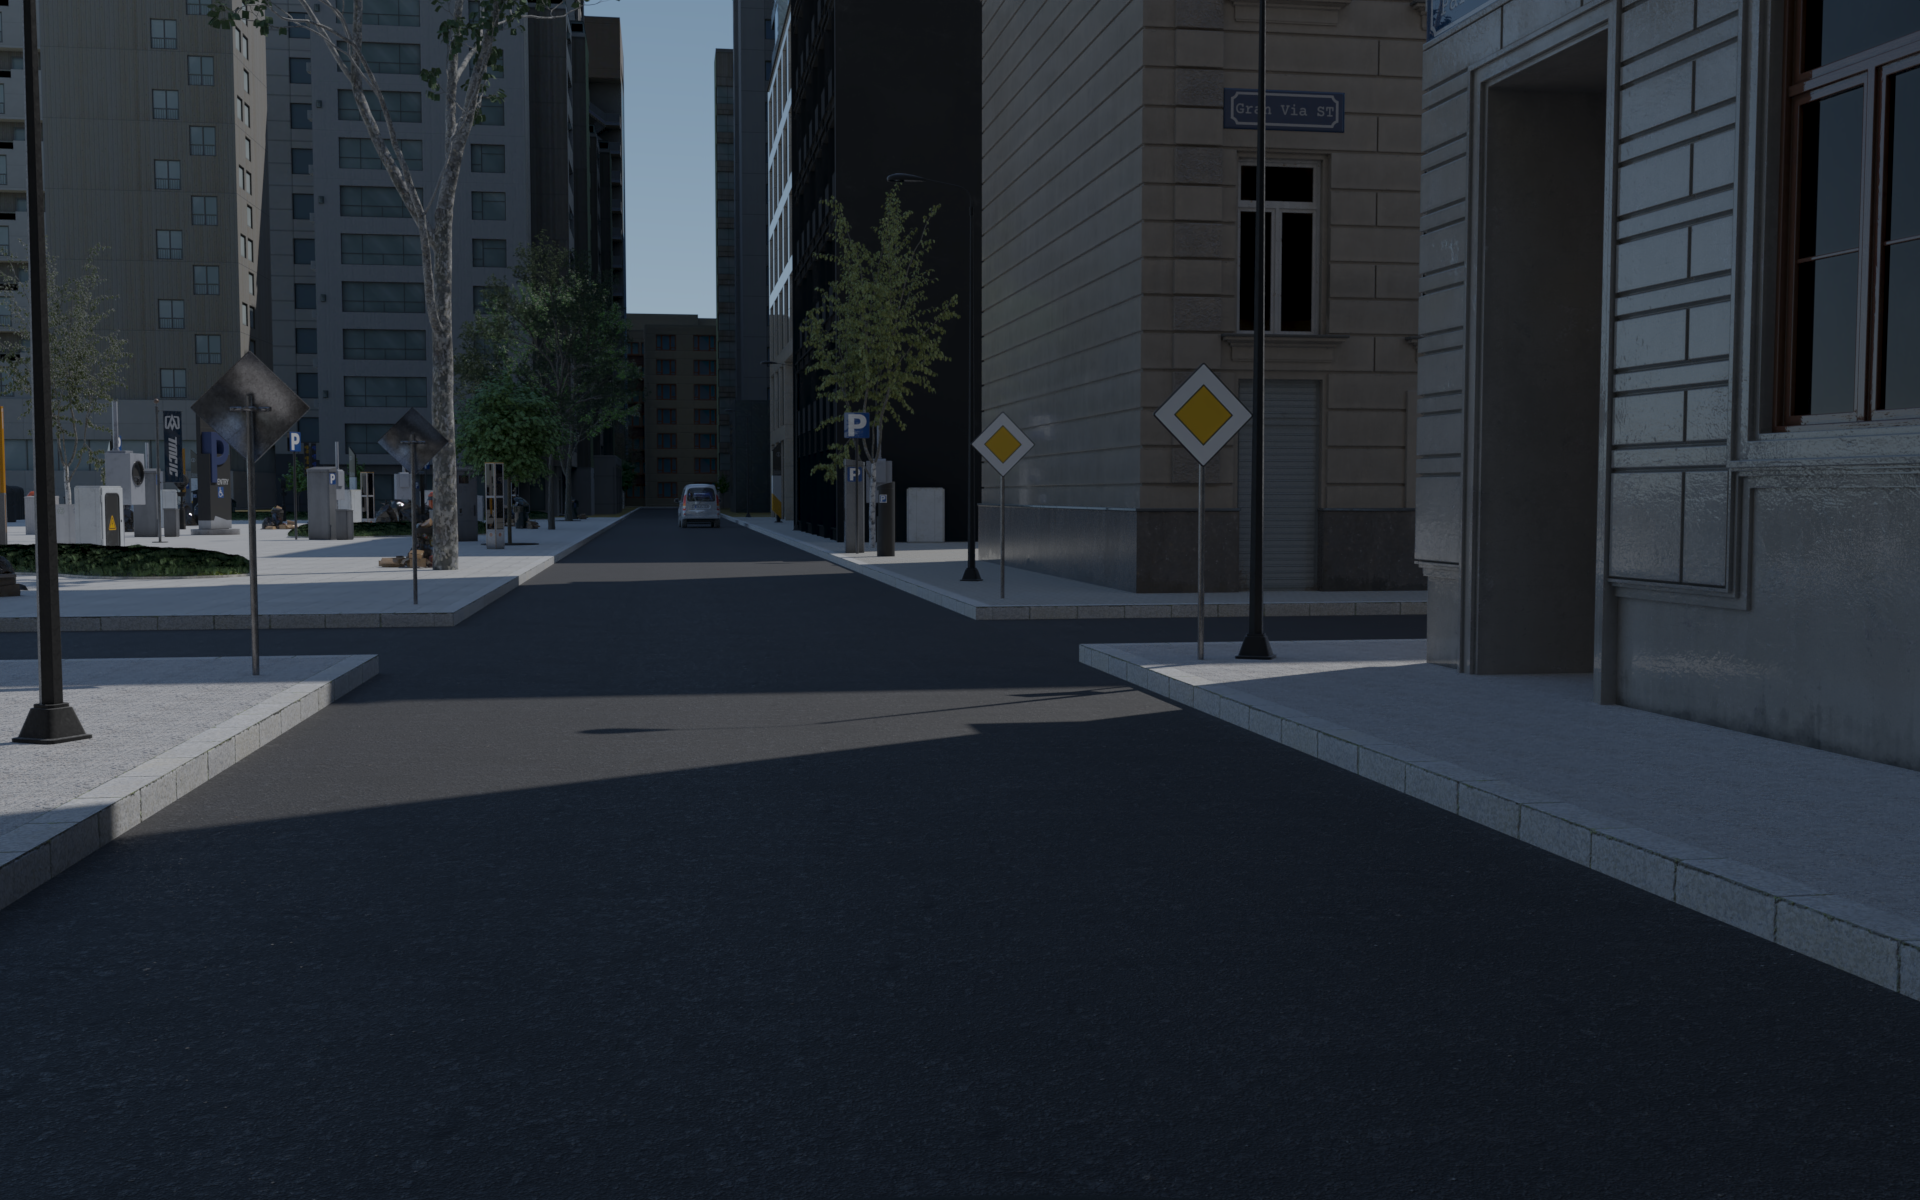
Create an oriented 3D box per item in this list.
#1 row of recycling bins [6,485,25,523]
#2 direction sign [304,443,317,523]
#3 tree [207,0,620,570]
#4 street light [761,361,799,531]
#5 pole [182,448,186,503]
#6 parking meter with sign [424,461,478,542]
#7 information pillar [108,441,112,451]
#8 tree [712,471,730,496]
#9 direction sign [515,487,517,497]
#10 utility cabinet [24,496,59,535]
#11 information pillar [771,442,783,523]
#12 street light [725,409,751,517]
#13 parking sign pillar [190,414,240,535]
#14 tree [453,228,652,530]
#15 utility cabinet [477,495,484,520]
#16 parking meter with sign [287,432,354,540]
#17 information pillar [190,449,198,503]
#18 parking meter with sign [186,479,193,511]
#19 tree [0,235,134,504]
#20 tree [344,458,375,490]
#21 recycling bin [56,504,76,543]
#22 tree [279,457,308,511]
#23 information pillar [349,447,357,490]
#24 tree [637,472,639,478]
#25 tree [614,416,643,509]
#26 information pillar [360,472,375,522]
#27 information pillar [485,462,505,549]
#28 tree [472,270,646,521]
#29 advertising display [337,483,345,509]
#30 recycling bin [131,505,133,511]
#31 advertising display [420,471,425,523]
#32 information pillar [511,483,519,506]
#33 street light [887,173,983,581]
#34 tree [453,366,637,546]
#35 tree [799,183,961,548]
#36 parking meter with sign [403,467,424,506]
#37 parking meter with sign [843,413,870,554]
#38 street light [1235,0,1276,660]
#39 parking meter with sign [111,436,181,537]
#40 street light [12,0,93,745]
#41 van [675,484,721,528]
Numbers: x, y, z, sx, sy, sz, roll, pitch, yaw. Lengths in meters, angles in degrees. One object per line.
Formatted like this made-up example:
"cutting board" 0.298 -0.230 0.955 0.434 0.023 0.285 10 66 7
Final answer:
"row of recycling bins" -47.472 -4.875 86.822 1.069 1.692 3.534 -2 4 -26
"direction sign" -28.844 -5.195 76.938 0.379 3.537 0.876 1 4 14
"tree" -10.079 -10.608 29.327 12.611 20.169 13.585 0 3 0
"street light" -6.249 -5.387 60.610 1.470 5.913 1.316 -1 4 -10
"pole" -34.699 -5.113 77.435 0.158 3.312 0.155 0 3 0
"parking meter with sign" -13.488 -3.096 46.878 0.543 3.016 1.738 3 5 45
"information pillar" -37.415 -5.196 76.303 0.183 3.616 0.504 -3 4 -37
"tree" -20.153 -9.277 146.288 1.663 3.219 1.824 0 3 0
"direction sign" -18.323 -4.862 71.491 0.379 3.537 0.876 1 4 13
"utility cabinet" -29.001 -2.664 54.714 1.020 1.237 0.306 1 4 10
"information pillar" -8.224 -5.284 77.752 0.504 3.616 0.183 -3 5 -41
"street light" -12.208 -7.506 95.258 1.470 5.913 1.316 -1 4 -10
"parking sign pillar" -23.482 -4.039 54.511 1.447 3.967 1.447 0 4 5
"tree" -14.853 -7.793 61.836 8.767 10.594 7.601 1 4 16
"utility cabinet" -22.344 -4.253 80.692 0.306 1.237 1.020 -1 4 -12
"parking meter with sign" -17.860 -3.193 48.470 1.738 3.016 0.543 1 4 11
"information pillar" -40.063 -6.082 90.796 0.504 3.616 0.183 0 4 -1
"parking meter with sign" -39.074 -5.558 87.136 0.543 3.016 1.738 -3 5 -41
"tree" -24.573 -5.936 47.409 4.360 8.622 3.978 0 3 0
"tree" -31.807 -5.935 91.644 1.663 3.219 1.824 0 3 0
"recycling bin" -22.222 -1.858 42.933 0.722 1.027 0.722 3 5 43
"tree" -34.298 -5.797 89.375 1.663 3.219 1.824 0 3 0
"information pillar" -30.036 -5.770 85.696 0.504 3.616 0.183 3 4 37
"tree" -28.617 -9.893 145.471 4.285 4.588 4.351 0 3 0
"tree" -29.688 -12.367 152.561 4.360 8.622 3.978 0 3 0
"information pillar" -19.836 -3.272 57.996 0.304 2.012 0.304 2 4 28
"information pillar" -10.831 -2.192 40.332 0.304 2.012 0.304 2 4 27
"tree" -18.574 -9.512 81.271 9.928 11.665 9.643 0 3 0
"advertising display" -32.391 -5.179 89.887 0.974 1.923 0.123 1 4 9
"recycling bin" -37.212 -4.053 78.814 0.722 1.027 0.722 3 5 41
"advertising display" -15.244 -2.686 49.133 0.123 1.923 0.974 -1 4 -17
"information pillar" -23.563 -5.334 91.702 0.304 2.012 0.304 1 4 10
"street light" -0.365 -3.230 25.348 1.470 5.913 1.316 -1 4 -10
"tree" -11.306 -3.666 43.653 4.285 4.588 4.351 0 3 0
"tree" -2.075 -5.575 41.507 4.737 8.622 4.395 0 3 0
"parking meter with sign" -26.532 -5.347 83.677 1.738 3.016 0.543 1 4 13
"parking meter with sign" -2.298 -2.548 37.925 0.543 3.016 1.738 0 4 -6
"street light" 1.780 -2.493 13.294 1.470 5.913 1.316 -1 4 -10
"parking meter with sign" -24.257 -3.388 51.658 1.738 3.016 0.543 0 4 -6
"street light" -4.197 -2.226 8.934 1.470 5.913 1.316 -1 4 -10
"van" -11.282 -4.146 74.806 2.013 2.044 4.112 -1 4 -12
